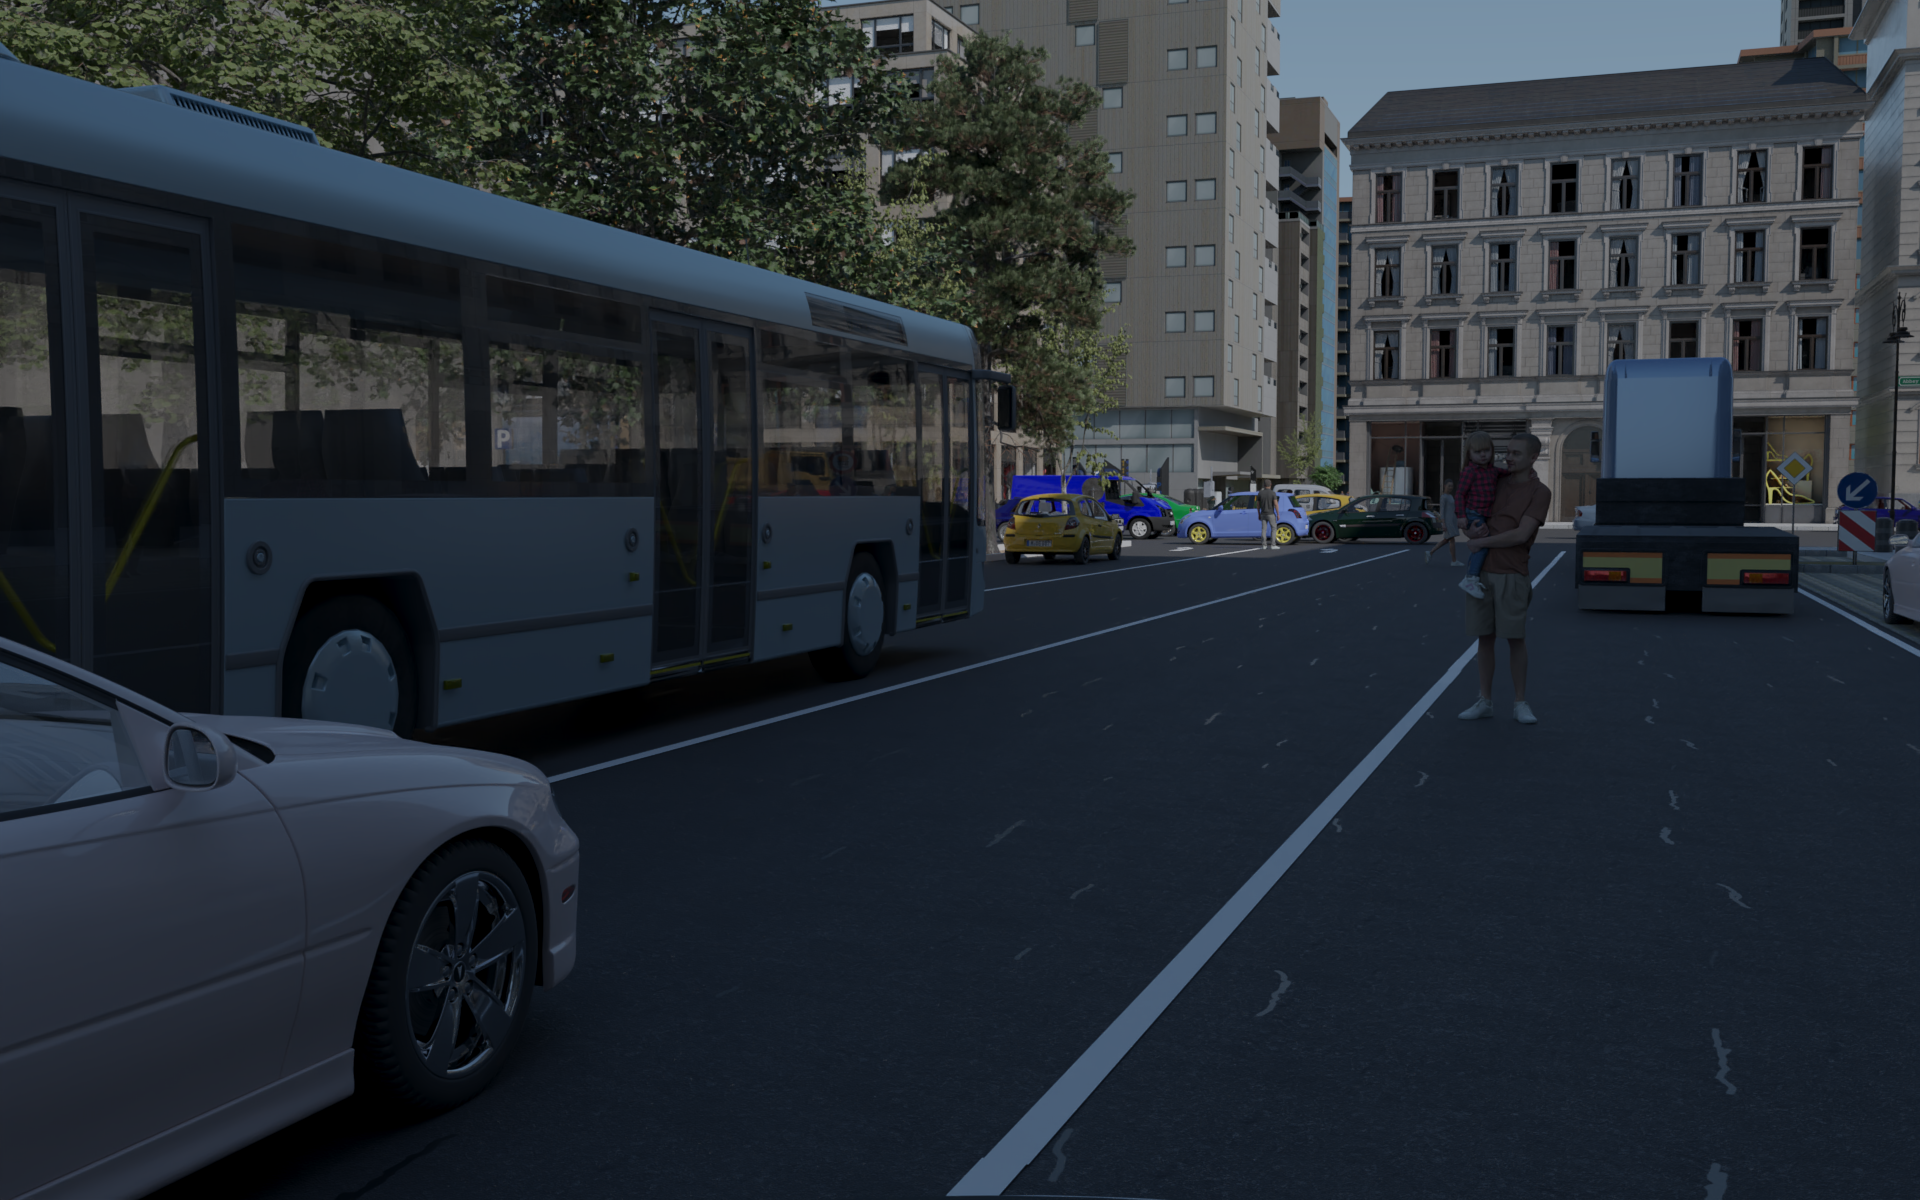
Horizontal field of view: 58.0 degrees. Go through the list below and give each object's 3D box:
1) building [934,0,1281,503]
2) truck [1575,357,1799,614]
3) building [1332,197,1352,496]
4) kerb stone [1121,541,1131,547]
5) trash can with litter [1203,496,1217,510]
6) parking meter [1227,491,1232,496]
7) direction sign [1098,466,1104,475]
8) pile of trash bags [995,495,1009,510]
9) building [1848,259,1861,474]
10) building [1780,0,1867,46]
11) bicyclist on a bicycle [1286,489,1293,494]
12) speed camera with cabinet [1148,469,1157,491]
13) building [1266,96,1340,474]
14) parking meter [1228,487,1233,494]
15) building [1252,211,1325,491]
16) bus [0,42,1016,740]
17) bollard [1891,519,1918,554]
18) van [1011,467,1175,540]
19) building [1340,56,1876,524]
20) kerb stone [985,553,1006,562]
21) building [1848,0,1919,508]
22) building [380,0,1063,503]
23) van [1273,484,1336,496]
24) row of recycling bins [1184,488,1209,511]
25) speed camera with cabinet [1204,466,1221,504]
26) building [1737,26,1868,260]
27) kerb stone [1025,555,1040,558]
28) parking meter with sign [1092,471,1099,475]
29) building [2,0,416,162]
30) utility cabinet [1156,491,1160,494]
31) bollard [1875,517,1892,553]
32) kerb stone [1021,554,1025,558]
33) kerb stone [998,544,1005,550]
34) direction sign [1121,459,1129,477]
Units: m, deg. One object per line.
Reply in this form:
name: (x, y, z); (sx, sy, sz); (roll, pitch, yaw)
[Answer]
building: (13.950, -34.881, 159.550); (28.713, 52.752, 27.495); (1, 4, 21)
truck: (11.907, -2.398, 28.969); (2.967, 4.110, 18.799); (1, 4, 21)
building: (45.589, -36.414, 249.988); (28.867, 44.769, 22.147); (1, 4, 21)
kerb stone: (4.463, -1.522, 47.072); (0.120, 0.150, 1.000); (1, 4, 21)
trash can with litter: (17.153, -6.606, 119.392); (1.055, 1.170, 0.624); (-2, 4, -30)
parking meter: (20.170, -7.401, 129.424); (0.372, 1.533, 0.369); (0, 3, 0)
direction sign: (11.005, -8.735, 134.808); (0.876, 3.537, 0.379); (-3, 4, -39)
pile of trash bags: (2.042, -4.496, 83.266); (3.447, 1.369, 1.912); (3, 4, 38)
building: (78.471, -17.957, 138.636); (27.650, 21.520, 28.899); (1, 4, 21)
building: (116.450, -47.939, 222.053); (20.611, 71.187, 20.563); (1, 4, 21)
bicyclist on a bicycle: (12.408, -3.361, 64.967); (1.625, 1.676, 1.499); (1, 4, 20)
speed camera with cabinet: (15.470, -8.679, 136.242); (0.660, 3.252, 2.038); (-1, 4, -20)
building: (34.046, -33.253, 193.793); (14.200, 45.320, 14.600); (1, 4, 21)
parking meter: (21.577, -8.101, 138.162); (0.255, 1.863, 0.399); (-2, 4, -35)
building: (29.070, -24.816, 177.434); (14.160, 30.474, 14.107); (1, 4, 21)
bus: (-2.812, -0.992, 11.083); (2.948, 3.499, 13.247); (1, 4, 19)
bollard: (19.166, -1.245, 35.067); (0.404, 0.777, 0.398); (0, 3, 0)
van: (4.277, -3.141, 55.745); (5.245, 2.365, 2.240); (1, 4, 19)
building: (21.011, -14.286, 84.492); (40.483, 20.767, 10.553); (1, 4, 21)
kerb stone: (0.813, -0.932, 37.433); (0.120, 0.150, 1.000); (1, 4, 21)
building: (51.777, -17.537, 74.116); (23.554, 28.519, 14.401); (1, 4, 21)
building: (-13.131, -18.139, 101.086); (34.151, 26.468, 19.350); (1, 4, 21)
van: (15.281, -4.073, 73.606); (4.112, 2.044, 2.013); (1, 4, 20)
row of recycling bins: (17.581, -7.401, 128.114); (1.069, 1.692, 3.534); (2, 4, 32)
speed camera with cabinet: (18.203, -7.980, 124.806); (0.660, 3.252, 2.038); (2, 4, 30)
building: (85.589, -31.281, 166.062); (22.147, 44.769, 28.867); (1, 4, 21)
kerb stone: (1.541, -1.046, 39.354); (0.120, 0.150, 1.000); (1, 4, 21)
parking meter with sign: (9.674, -7.395, 117.162); (0.543, 3.016, 1.738); (-2, 4, -32)
building: (-32.281, -14.744, 45.582); (34.151, 26.468, 19.350); (1, 4, 21)
utility cabinet: (13.684, -7.032, 123.654); (1.173, 1.500, 0.318); (-2, 4, -28)
bollard: (20.321, -1.432, 38.122); (0.404, 0.777, 0.398); (0, 3, 0)
kerb stone: (1.178, -0.984, 38.393); (0.120, 0.150, 1.000); (1, 4, 21)
kerb stone: (1.032, -1.329, 43.927); (0.120, 0.150, 1.000); (1, 4, 21)
direction sign: (10.592, -7.296, 111.282); (0.379, 3.537, 0.876); (3, 4, 37)
